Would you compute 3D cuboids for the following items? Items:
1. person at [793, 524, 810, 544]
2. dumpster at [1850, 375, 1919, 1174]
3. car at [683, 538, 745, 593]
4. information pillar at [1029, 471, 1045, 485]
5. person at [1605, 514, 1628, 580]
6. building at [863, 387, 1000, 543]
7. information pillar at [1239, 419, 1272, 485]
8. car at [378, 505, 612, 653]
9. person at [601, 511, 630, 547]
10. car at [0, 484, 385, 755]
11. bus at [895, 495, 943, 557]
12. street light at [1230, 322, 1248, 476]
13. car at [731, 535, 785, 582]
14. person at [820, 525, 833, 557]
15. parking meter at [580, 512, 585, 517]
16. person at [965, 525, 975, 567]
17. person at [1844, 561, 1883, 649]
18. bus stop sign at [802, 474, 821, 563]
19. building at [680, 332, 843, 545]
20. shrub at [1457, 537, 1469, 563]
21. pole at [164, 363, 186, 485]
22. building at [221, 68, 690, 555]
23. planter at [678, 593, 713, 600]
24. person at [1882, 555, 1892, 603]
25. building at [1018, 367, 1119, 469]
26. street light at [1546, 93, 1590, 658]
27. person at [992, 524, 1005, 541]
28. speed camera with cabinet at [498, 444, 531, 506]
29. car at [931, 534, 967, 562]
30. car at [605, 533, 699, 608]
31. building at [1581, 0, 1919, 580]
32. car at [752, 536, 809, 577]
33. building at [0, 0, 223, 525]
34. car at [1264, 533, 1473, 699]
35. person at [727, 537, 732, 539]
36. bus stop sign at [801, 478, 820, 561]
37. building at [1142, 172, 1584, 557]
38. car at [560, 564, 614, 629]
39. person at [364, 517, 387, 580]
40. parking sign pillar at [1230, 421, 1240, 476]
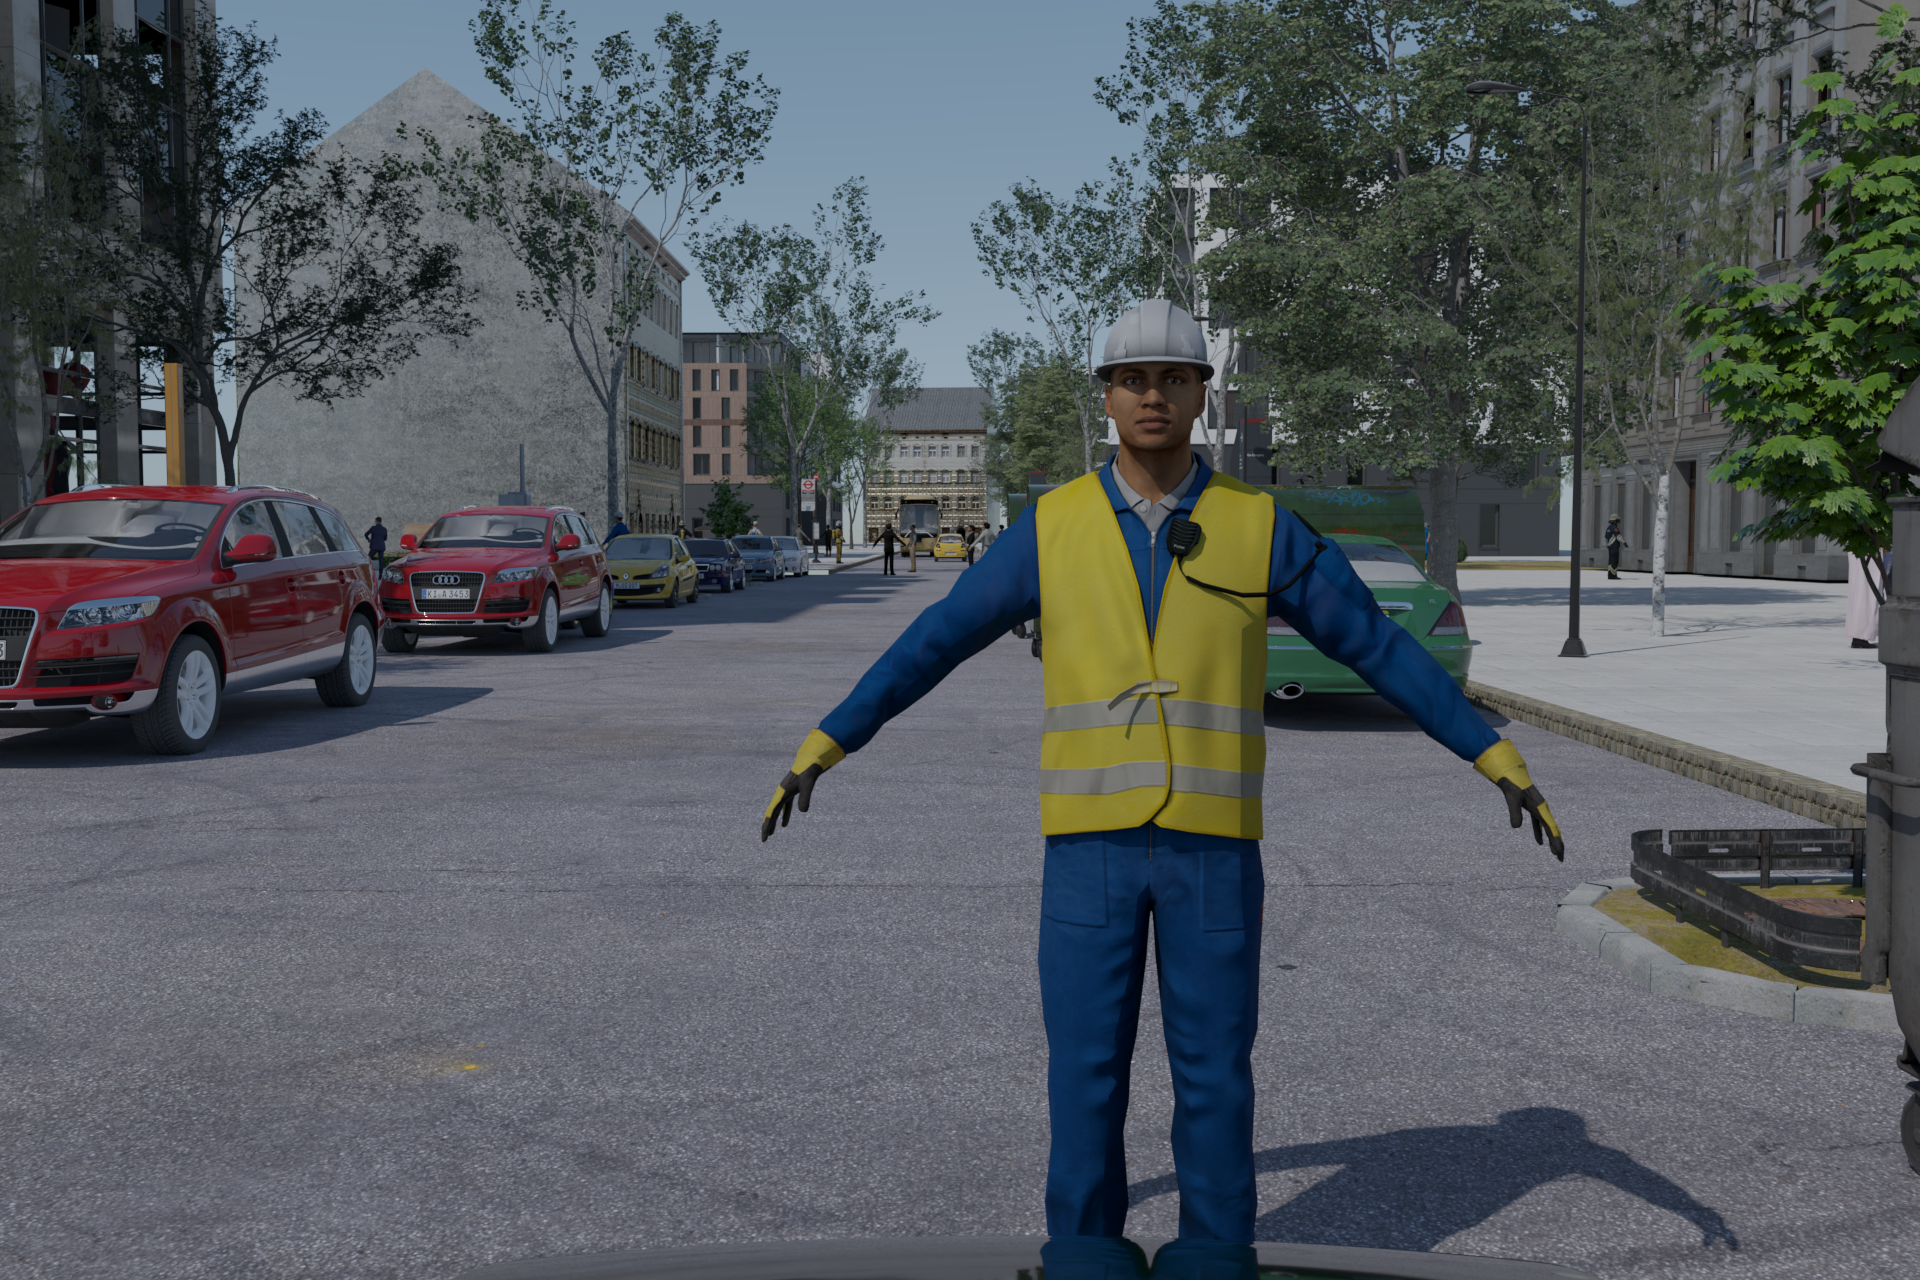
[{"bbox_3d":[-8.206,-5.049,88.822,1.348,1.796,0.705,3,5,41],"label":"person"},{"bbox_3d":[2.884,0.299,3.327,1.865,1.857,1.264,0,4,-1],"label":"dumpster"},{"bbox_3d":[-6.411,-1.881,43.342,1.945,1.354,3.894,0,3,0],"label":"car"},{"bbox_3d":[3.208,-5.044,71.852,0.750,3.857,0.750,0,3,0],"label":"information pillar"},{"bbox_3d":[18.391,-2.616,48.639,0.704,1.845,1.351,0,4,-1],"label":"person"},{"bbox_3d":[-3.927,-25.961,257.847,18.063,23.208,19.493,0,4,7],"label":"building"},{"bbox_3d":[6.680,-3.048,39.205,0.750,3.857,0.750,0,3,0],"label":"information pillar"},{"bbox_3d":[-5.945,-0.854,22.633,2.281,1.827,5.304,0,4,0],"label":"car"},{"bbox_3d":[-8.438,-2.256,42.764,0.705,1.842,1.347,1,4,22],"label":"person"},{"bbox_3d":[-5.974,-0.259,12.911,2.281,1.827,5.304,0,4,0],"label":"car"},{"bbox_3d":[-2.532,-7.340,111.562,2.896,3.916,12.252,0,4,0],"label":"bus"},{"bbox_3d":[6.640,-3.943,37.006,1.470,5.913,1.316,0,4,0],"label":"street light"},{"bbox_3d":[-6.431,-2.545,53.616,2.014,1.417,4.499,0,4,0],"label":"car"},{"bbox_3d":[-7.509,-5.647,98.473,1.346,1.812,0.704,-3,5,-43],"label":"person"},{"bbox_3d":[-10.039,-2.431,45.463,0.399,1.863,0.255,0,4,1],"label":"parking meter"},{"bbox_3d":[0.301,-3.043,58.924,0.721,1.740,1.216,0,4,6],"label":"person"},{"bbox_3d":[10.200,-0.778,19.428,0.621,1.740,0.551,-2,4,-33],"label":"person"},{"bbox_3d":[-6.601,-5.404,77.052,0.855,3.939,0.416,0,4,0],"label":"bus stop sign"},{"bbox_3d":[-28.278,-21.273,191.787,27.936,21.610,32.646,0,4,1],"label":"building"},{"bbox_3d":[22.297,-4.062,77.526,1.383,1.207,1.383,0,3,0],"label":"shrub"},{"bbox_3d":[-9.407,-1.650,20.814,0.158,3.312,0.155,0,3,0],"label":"pole"},{"bbox_3d":[-25.255,-15.921,91.240,19.493,23.208,18.063,0,4,-1],"label":"building"},{"bbox_3d":[-6.550,-1.057,38.429,1.991,0.319,1.994,0,3,0],"label":"planter"},{"bbox_3d":[17.209,-1.583,31.799,0.709,1.838,0.599,-3,5,-43],"label":"person"},{"bbox_3d":[21.517,-23.514,228.421,27.936,21.610,32.646,0,4,0],"label":"building"},{"bbox_3d":[6.961,-2.776,17.933,1.470,5.913,1.316,0,4,0],"label":"street light"},{"bbox_3d":[2.322,-5.626,98.135,0.704,1.843,1.345,3,5,39],"label":"person"},{"bbox_3d":[-9.780,-2.717,38.752,0.660,3.252,2.038,0,4,1],"label":"speed camera with cabinet"},{"bbox_3d":[-0.510,-4.914,90.562,2.015,1.641,3.980,0,4,-1],"label":"car"},{"bbox_3d":[-6.326,-1.498,34.721,2.015,1.641,3.980,0,4,0],"label":"car"},{"bbox_3d":[26.993,-12.521,52.942,9.793,21.092,18.267,0,4,0],"label":"building"},{"bbox_3d":[-6.180,-2.847,58.913,2.083,1.381,4.827,0,4,0],"label":"car"},{"bbox_3d":[-30.718,-15.984,27.557,22.709,31.103,35.509,0,4,1],"label":"building"},{"bbox_3d":[2.860,-0.178,14.703,2.131,1.459,4.920,0,4,-1],"label":"car"},{"bbox_3d":[-12.482,-5.370,94.016,0.704,1.802,1.346,-1,4,-9],"label":"person"},{"bbox_3d":[-6.978,-5.646,81.014,0.855,3.939,0.416,0,4,0],"label":"bus stop sign"},{"bbox_3d":[25.641,-16.534,114.308,27.936,21.610,32.646,0,3,0],"label":"building"},{"bbox_3d":[-6.599,-1.077,27.204,1.945,1.707,3.694,0,4,0],"label":"car"},{"bbox_3d":[-16.394,-2.567,48.456,0.568,1.767,0.683,3,5,44],"label":"person"},{"bbox_3d":[6.822,-3.265,41.858,1.447,3.967,1.447,0,4,0],"label":"parking sign pillar"}]
